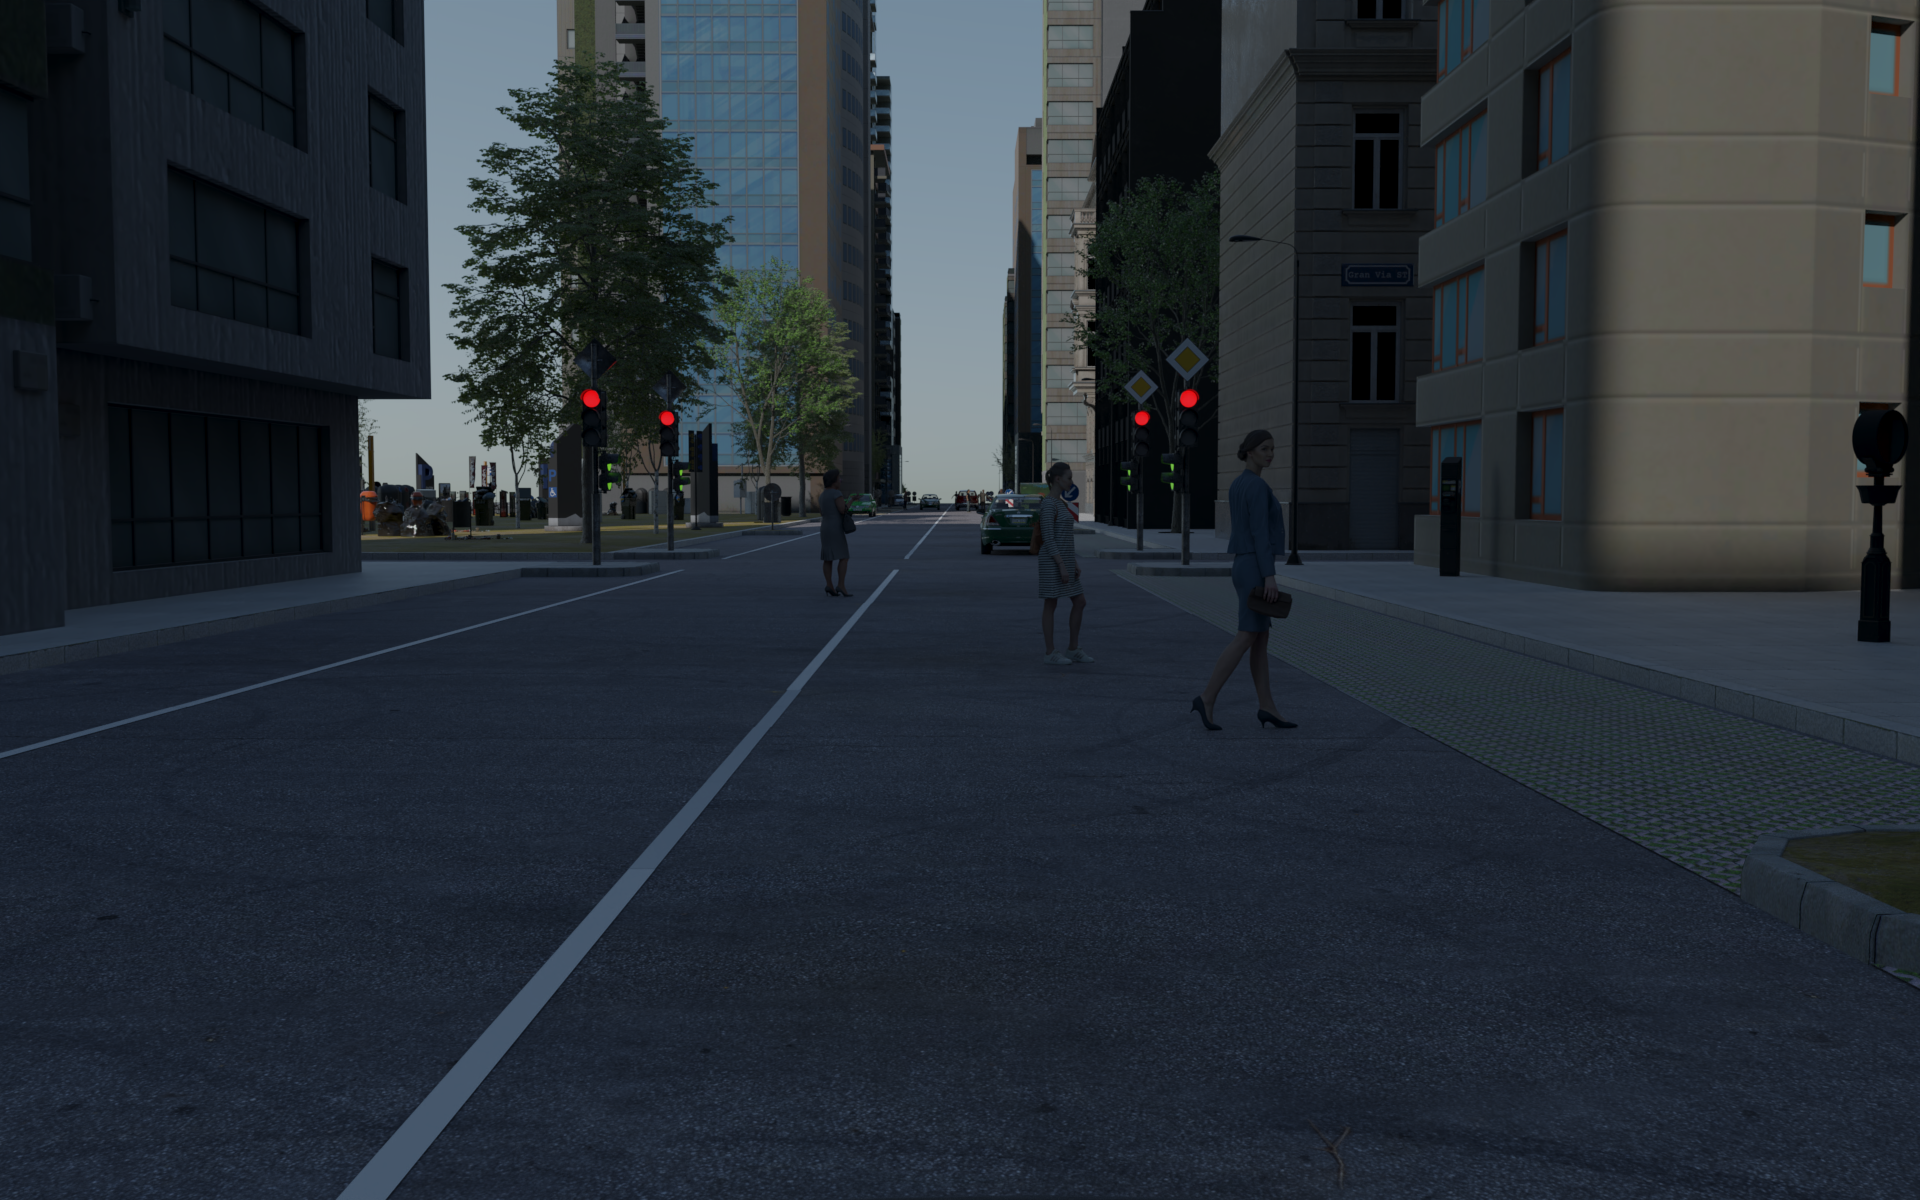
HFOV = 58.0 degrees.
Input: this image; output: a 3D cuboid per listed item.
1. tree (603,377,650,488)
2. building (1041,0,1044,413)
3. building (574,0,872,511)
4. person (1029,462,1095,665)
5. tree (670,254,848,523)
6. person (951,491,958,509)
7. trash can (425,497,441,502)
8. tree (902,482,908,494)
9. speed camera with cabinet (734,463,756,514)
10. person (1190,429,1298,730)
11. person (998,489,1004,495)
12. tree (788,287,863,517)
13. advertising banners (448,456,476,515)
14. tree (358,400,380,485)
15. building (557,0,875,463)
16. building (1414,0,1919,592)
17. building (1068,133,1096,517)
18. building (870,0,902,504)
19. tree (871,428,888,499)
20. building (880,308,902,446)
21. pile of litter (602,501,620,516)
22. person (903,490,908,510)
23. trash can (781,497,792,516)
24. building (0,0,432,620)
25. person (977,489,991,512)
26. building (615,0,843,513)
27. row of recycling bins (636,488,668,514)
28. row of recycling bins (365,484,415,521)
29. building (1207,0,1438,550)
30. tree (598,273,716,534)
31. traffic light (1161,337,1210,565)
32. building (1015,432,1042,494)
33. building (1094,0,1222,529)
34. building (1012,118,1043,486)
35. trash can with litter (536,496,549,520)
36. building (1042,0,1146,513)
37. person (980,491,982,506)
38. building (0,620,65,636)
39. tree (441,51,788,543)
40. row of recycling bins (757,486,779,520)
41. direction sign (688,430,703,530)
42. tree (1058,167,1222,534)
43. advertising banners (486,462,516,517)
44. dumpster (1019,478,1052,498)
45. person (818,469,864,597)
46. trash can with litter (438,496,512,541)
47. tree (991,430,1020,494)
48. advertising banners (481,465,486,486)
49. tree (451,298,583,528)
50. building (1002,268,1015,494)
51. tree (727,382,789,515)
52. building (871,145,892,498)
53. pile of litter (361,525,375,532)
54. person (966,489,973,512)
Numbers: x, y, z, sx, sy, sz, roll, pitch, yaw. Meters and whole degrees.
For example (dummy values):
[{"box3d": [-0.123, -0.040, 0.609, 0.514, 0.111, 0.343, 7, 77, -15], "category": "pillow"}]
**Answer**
[{"box3d": [-18.808, -8.957, 96.811, 4.737, 8.622, 4.395, 0, 3, 0], "category": "tree"}, {"box3d": [20.823, -33.953, 144.370, 28.713, 52.752, 27.495, 0, 3, 0], "category": "building"}, {"box3d": [-18.602, -36.772, 143.219, 21.231, 58.520, 28.212, 0, 3, 0], "category": "building"}, {"box3d": [0.830, -0.312, 14.598, 0.522, 1.701, 0.512, 1, 4, 20], "category": "person"}, {"box3d": [-8.666, -9.227, 76.612, 9.928, 11.665, 9.643, 0, 3, 0], "category": "tree"}, {"box3d": [-0.302, -9.709, 168.026, 1.217, 1.735, 0.721, 2, 4, 25], "category": "person"}, {"box3d": [-23.845, -4.080, 78.369, 0.748, 1.137, 0.748, 0, 3, 0], "category": "trash can"}, {"box3d": [-9.019, -17.086, 273.957, 1.663, 3.219, 1.824, 0, 3, 0], "category": "tree"}, {"box3d": [-13.659, -7.145, 111.163, 0.660, 3.252, 2.038, 2, 4, 34], "category": "speed camera with cabinet"}, {"box3d": [1.740, -0.124, 10.546, 0.654, 1.822, 0.581, 1, 4, 9], "category": "person"}, {"box3d": [2.863, -6.854, 120.699, 1.348, 1.807, 0.705, -2, 4, -25], "category": "person"}, {"box3d": [-8.923, -10.829, 95.186, 7.486, 12.596, 7.792, 0, 3, 0], "category": "tree"}, {"box3d": [-22.998, -5.130, 80.062, 2.074, 3.025, 0.090, 3, 4, 38], "category": "advertising banners"}, {"box3d": [-35.582, -9.184, 100.525, 4.360, 8.622, 3.978, 0, 3, 0], "category": "tree"}, {"box3d": [-23.307, -35.618, 171.588, 28.713, 52.752, 27.495, 0, 3, 0], "category": "building"}, {"box3d": [22.101, -10.489, 16.534, 27.650, 21.520, 28.899, 0, 3, 0], "category": "building"}, {"box3d": [13.348, -16.947, 96.166, 14.460, 24.649, 34.723, 0, 3, 0], "category": "building"}, {"box3d": [-19.087, -56.776, 240.958, 22.319, 86.520, 31.000, 0, 3, 0], "category": "building"}, {"box3d": [-9.628, -14.678, 190.349, 4.737, 8.622, 4.395, 0, 3, 0], "category": "tree"}, {"box3d": [-16.219, -30.182, 265.179, 14.160, 30.474, 14.107, 0, 3, 0], "category": "building"}, {"box3d": [-20.974, -5.491, 103.742, 1.176, 0.858, 1.719, -2, 4, -26], "category": "pile of litter"}, {"box3d": [-4.785, -8.959, 155.508, 0.750, 1.759, 0.617, 3, 5, 44], "category": "person"}, {"box3d": [-10.103, -5.444, 100.654, 0.748, 1.137, 0.748, 0, 3, 0], "category": "trash can"}, {"box3d": [-15.828, -15.459, 24.459, 14.107, 30.474, 14.160, 0, 3, 0], "category": "building"}, {"box3d": [1.906, -8.068, 140.544, 1.348, 1.807, 0.705, 2, 4, 28], "category": "person"}, {"box3d": [-15.765, -28.889, 122.453, 14.600, 45.320, 14.200, 0, 3, 0], "category": "building"}, {"box3d": [-20.291, -6.466, 112.830, 3.534, 1.692, 1.069, 1, 4, 12], "category": "row of recycling bins"}, {"box3d": [-28.232, -4.725, 84.364, 1.069, 1.692, 3.534, 2, 4, 34], "category": "row of recycling bins"}, {"box3d": [19.599, -15.104, 44.209, 25.104, 27.353, 12.463, 0, 3, 0], "category": "building"}, {"box3d": [-9.854, -6.451, 55.842, 4.360, 8.622, 3.978, 0, 3, 0], "category": "tree"}, {"box3d": [4.060, -2.587, 31.212, 0.839, 4.253, 0.868, 0, 3, 0], "category": "traffic light"}, {"box3d": [17.220, -52.632, 173.206, 22.319, 86.520, 31.000, 0, 3, 0], "category": "building"}, {"box3d": [12.260, -14.715, 70.261, 12.332, 23.373, 15.834, 0, 3, 0], "category": "building"}, {"box3d": [13.613, -34.052, 206.868, 14.600, 45.320, 14.200, 0, 3, 0], "category": "building"}, {"box3d": [-20.677, -4.600, 86.593, 1.055, 1.170, 0.624, 1, 4, 21], "category": "trash can with litter"}, {"box3d": [12.880, -26.927, 123.857, 14.154, 41.232, 14.086, 0, 3, 0], "category": "building"}, {"box3d": [2.618, -12.518, 213.188, 0.705, 1.822, 1.348, -2, 4, -32], "category": "person"}, {"box3d": [-15.689, -14.513, 8.994, 14.160, 30.474, 14.107, 0, 3, 0], "category": "building"}, {"box3d": [-9.283, -7.760, 45.006, 7.486, 12.596, 7.792, 0, 3, 0], "category": "tree"}, {"box3d": [-9.553, -4.809, 85.736, 1.069, 1.692, 3.534, -1, 4, -11], "category": "row of recycling bins"}, {"box3d": [-9.420, -4.266, 61.739, 0.379, 3.537, 0.876, 2, 4, 24], "category": "direction sign"}, {"box3d": [7.065, -7.975, 56.148, 9.928, 11.665, 9.643, 0, 3, 0], "category": "tree"}, {"box3d": [-25.159, -6.065, 95.349, 0.090, 3.025, 2.074, 2, 4, 28], "category": "advertising banners"}, {"box3d": [3.962, -4.999, 86.680, 1.985, 2.255, 1.502, 0, 4, 0], "category": "dumpster"}, {"box3d": [-1.644, -0.941, 24.241, 0.532, 1.782, 0.716, -3, 4, -39], "category": "person"}, {"box3d": [-13.650, -2.316, 48.924, 2.233, 1.210, 1.678, -3, 4, -36], "category": "trash can with litter"}, {"box3d": [5.994, -15.148, 198.029, 4.360, 8.622, 3.978, 0, 3, 0], "category": "tree"}, {"box3d": [-29.066, -6.583, 103.813, 0.090, 3.025, 2.074, 2, 4, 32], "category": "advertising banners"}, {"box3d": [-16.617, -6.979, 64.474, 4.360, 8.622, 3.978, 0, 3, 0], "category": "tree"}, {"box3d": [12.917, -27.525, 221.736, 14.160, 30.474, 14.107, 0, 3, 0], "category": "building"}, {"box3d": [-12.473, -9.552, 106.533, 4.360, 8.622, 3.978, 0, 3, 0], "category": "tree"}, {"box3d": [-19.807, -34.112, 212.355, 22.147, 44.769, 28.867, 0, 3, 0], "category": "building"}, {"box3d": [-20.544, -2.722, 58.467, 1.719, 0.858, 1.176, 2, 4, 34], "category": "pile of litter"}, {"box3d": [0.706, -7.776, 135.644, 0.705, 1.822, 1.348, 1, 4, 16], "category": "person"}]
